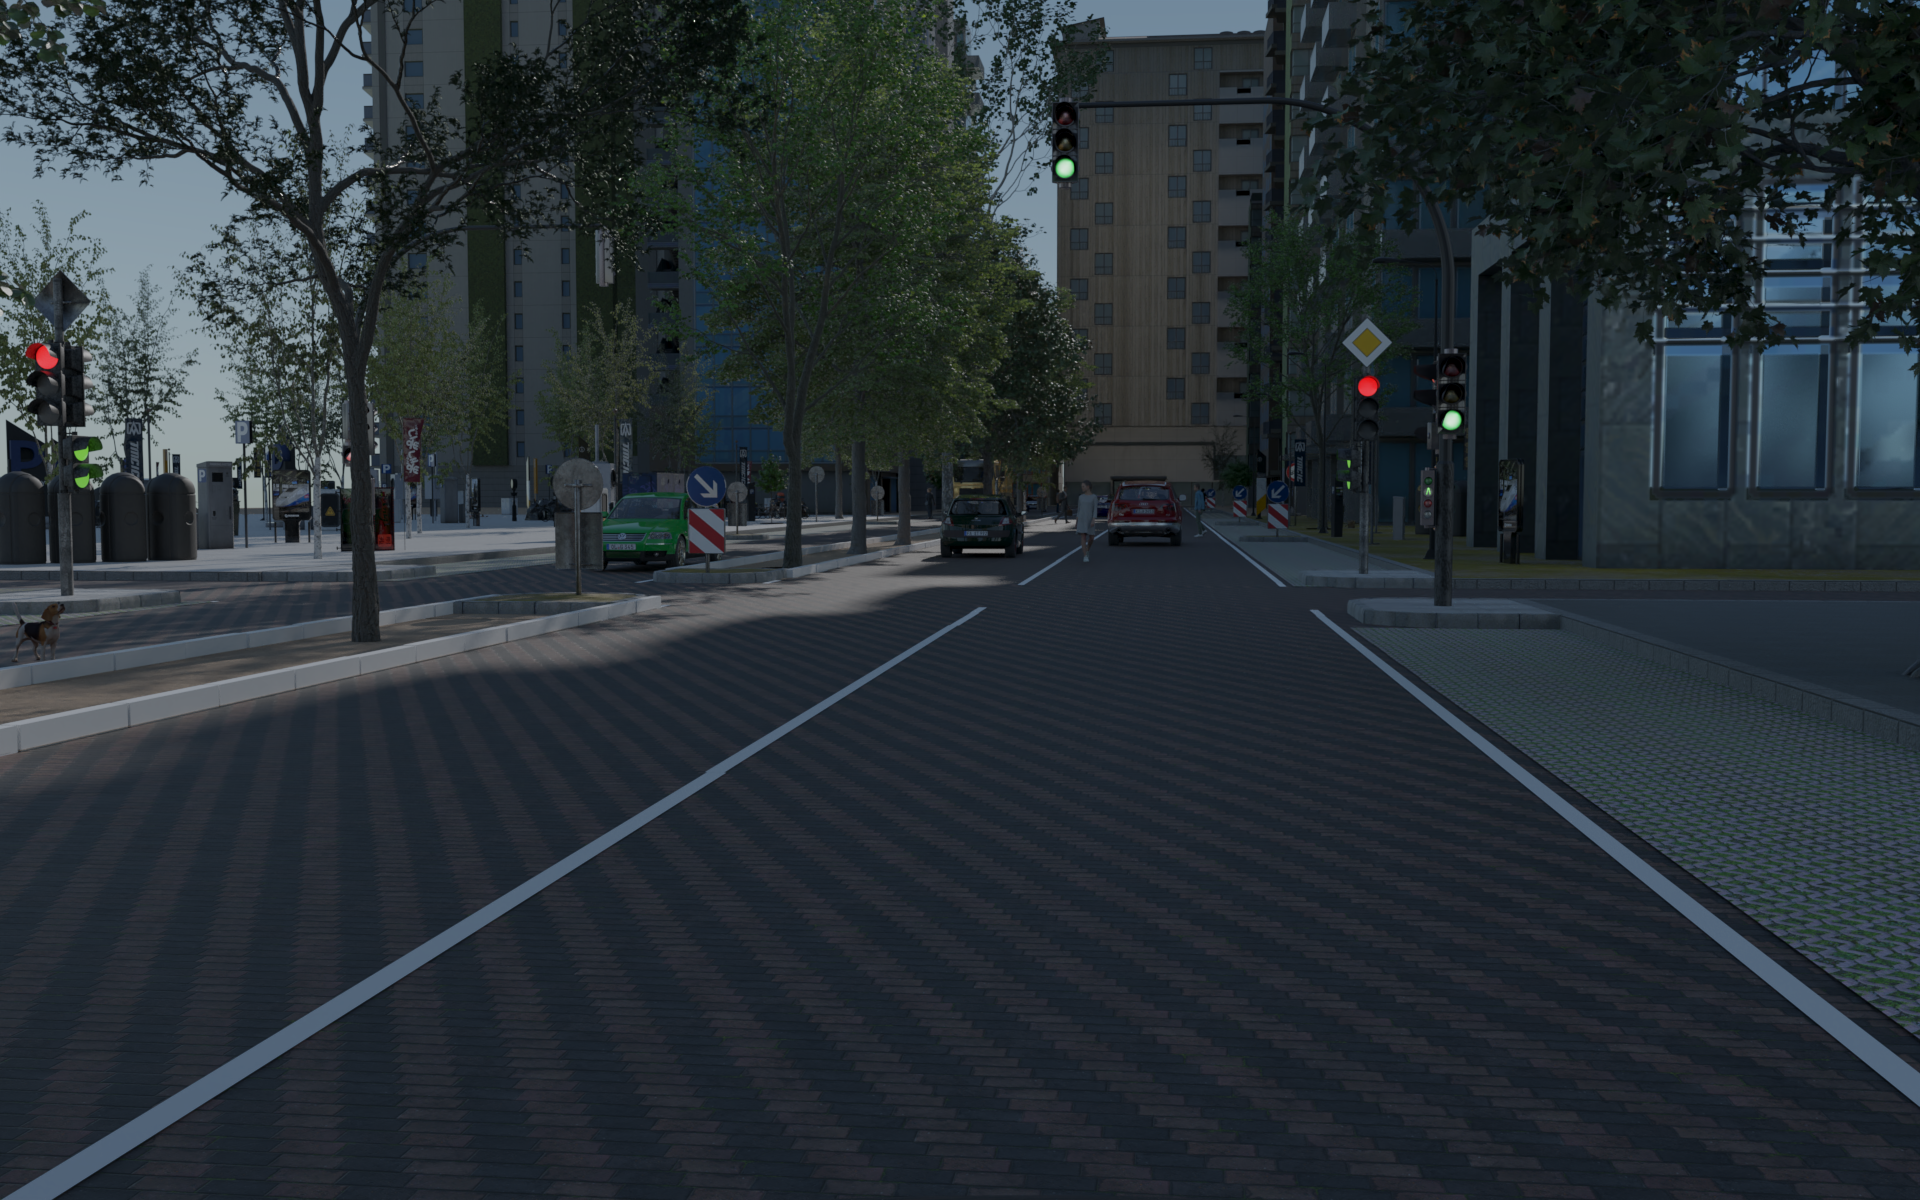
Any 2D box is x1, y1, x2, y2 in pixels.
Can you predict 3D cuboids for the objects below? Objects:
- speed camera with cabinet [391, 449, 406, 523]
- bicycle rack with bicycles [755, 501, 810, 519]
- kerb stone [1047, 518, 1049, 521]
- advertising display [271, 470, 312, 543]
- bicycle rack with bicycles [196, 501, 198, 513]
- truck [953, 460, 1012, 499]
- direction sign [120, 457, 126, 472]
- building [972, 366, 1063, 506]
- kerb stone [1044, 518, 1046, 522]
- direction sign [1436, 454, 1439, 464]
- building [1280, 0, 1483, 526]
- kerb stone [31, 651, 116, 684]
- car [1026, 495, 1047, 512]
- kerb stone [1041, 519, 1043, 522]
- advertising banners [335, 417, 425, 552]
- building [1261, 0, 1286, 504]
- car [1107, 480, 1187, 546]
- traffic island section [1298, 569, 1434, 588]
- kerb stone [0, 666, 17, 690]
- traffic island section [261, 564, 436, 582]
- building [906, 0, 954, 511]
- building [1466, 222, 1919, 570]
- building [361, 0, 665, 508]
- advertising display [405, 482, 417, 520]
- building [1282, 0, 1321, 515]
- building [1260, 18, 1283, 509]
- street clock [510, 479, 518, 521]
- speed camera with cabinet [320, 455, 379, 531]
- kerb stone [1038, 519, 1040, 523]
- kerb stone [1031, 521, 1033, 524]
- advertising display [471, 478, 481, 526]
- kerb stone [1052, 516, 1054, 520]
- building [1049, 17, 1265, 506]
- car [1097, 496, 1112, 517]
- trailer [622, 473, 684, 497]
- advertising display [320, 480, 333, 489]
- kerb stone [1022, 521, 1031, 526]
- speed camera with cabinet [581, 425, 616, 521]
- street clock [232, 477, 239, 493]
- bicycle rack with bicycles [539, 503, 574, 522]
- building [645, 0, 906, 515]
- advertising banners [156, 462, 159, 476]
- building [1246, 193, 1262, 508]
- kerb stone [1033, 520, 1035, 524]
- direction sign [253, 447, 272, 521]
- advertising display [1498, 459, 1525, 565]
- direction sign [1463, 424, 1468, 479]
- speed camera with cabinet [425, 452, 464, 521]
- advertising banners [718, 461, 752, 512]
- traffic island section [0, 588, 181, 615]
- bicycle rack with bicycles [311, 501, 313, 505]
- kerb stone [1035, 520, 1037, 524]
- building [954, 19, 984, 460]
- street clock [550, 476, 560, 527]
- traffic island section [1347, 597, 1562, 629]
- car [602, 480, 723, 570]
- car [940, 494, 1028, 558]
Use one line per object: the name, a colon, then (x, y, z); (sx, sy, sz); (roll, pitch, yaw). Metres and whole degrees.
speed camera with cabinet: (-25.261, -5.077, 77.348); (0.660, 3.252, 2.038); (-2, 4, -34)
bicycle rack with bicycles: (-9.507, -4.628, 89.051); (2.925, 0.926, 2.852); (1, 4, 22)
kerb stone: (4.432, -4.210, 91.029); (0.120, 0.150, 1.000); (0, 4, 7)
advertising display: (-17.614, -2.474, 45.659); (0.974, 1.923, 0.123); (-1, 4, -9)
bicycle rack with bicycles: (-37.835, -4.452, 86.173); (2.852, 0.926, 2.925); (-3, 4, -36)
truck: (1.242, -6.331, 99.432); (3.469, 3.379, 9.791); (0, 4, 8)
direction sign: (-51.589, -7.026, 106.870); (0.876, 3.537, 0.379); (3, 5, 41)
building: (-3.049, -21.972, 204.273); (28.899, 21.520, 27.650); (0, 4, 7)
kerb stone: (4.181, -4.085, 88.988); (0.120, 0.150, 1.000); (0, 4, 7)
direction sign: (15.607, -3.940, 56.419); (0.379, 3.537, 0.876); (-1, 4, -14)
building: (27.607, -28.155, 79.935); (23.786, 49.044, 30.456); (0, 4, 7)
kerb stone: (-6.937, 0.534, 13.464); (0.120, 0.150, 1.000); (0, 4, 7)
car: (6.024, -7.744, 139.198); (1.945, 1.354, 3.894); (0, 4, 7)
kerb stone: (3.935, -3.954, 86.958); (0.120, 0.150, 1.000); (0, 4, 7)
advertising banners: (-13.060, -2.625, 39.102); (2.074, 3.025, 0.090); (-3, 5, -39)
building: (34.418, -29.115, 130.652); (22.147, 44.769, 28.867); (0, 4, 7)
car: (5.325, -2.499, 49.525); (2.281, 1.827, 5.304); (0, 4, 8)
traffic island section: (6.506, -0.340, 27.839); (2.009, 0.180, 2.903); (0, 4, 7)
kerb stone: (-7.057, 0.596, 12.443); (0.120, 0.150, 1.000); (0, 4, 7)
traffic island section: (-10.366, -0.463, 29.847); (2.009, 0.180, 2.903); (0, 4, 7)
building: (-12.605, -36.173, 133.434); (21.231, 58.520, 28.212); (0, 4, 7)
building: (27.663, -44.267, 36.429); (31.000, 86.520, 22.319); (0, 4, 7)
building: (-42.971, -38.552, 172.330); (28.212, 58.520, 21.231); (0, 4, 7)
advertising display: (-27.181, -4.914, 85.555); (0.123, 1.923, 0.974); (1, 4, 18)
building: (27.485, -26.040, 109.343); (14.154, 41.232, 14.086); (0, 4, 7)
building: (34.005, -30.750, 152.872); (14.600, 45.320, 14.200); (0, 4, 7)
street clock: (-20.999, -4.709, 81.564); (0.358, 2.002, 0.471); (-2, 4, -29)
speed camera with cabinet: (-21.503, -4.066, 60.821); (2.038, 3.252, 0.660); (-1, 4, -10)
kerb stone: (3.693, -3.836, 84.915); (0.120, 0.150, 1.000); (0, 4, 7)
kerb stone: (3.205, -3.587, 80.850); (0.120, 0.150, 1.000); (0, 4, 7)
advertising display: (-19.334, -3.913, 69.198); (0.123, 1.923, 0.974); (-2, 4, -30)
kerb stone: (4.907, -4.451, 95.096); (0.120, 0.150, 1.000); (0, 4, 7)
building: (24.954, -37.357, 200.025); (27.495, 52.752, 28.713); (0, 4, 7)
car: (7.592, -4.892, 92.558); (1.945, 1.354, 3.894); (0, 4, 8)
trailer: (-8.472, -2.445, 47.030); (1.471, 1.999, 3.904); (0, 4, 7)
advertising display: (-30.140, -4.706, 82.160); (0.974, 1.923, 0.123); (0, 4, -6)
kerb stone: (3.077, -3.525, 79.833); (0.120, 0.150, 1.000); (0, 4, 7)
speed camera with cabinet: (-10.162, -3.326, 48.716); (0.660, 3.252, 2.038); (0, 4, 1)
street clock: (-31.528, -4.325, 75.291); (0.471, 2.002, 0.358); (3, 5, 43)
bicycle rack with bicycles: (-18.032, -4.097, 80.366); (2.925, 0.926, 2.852); (-1, 4, -21)
building: (-11.382, -28.273, 112.376); (14.600, 45.320, 14.200); (0, 4, 7)
advertising banners: (-43.415, -5.936, 93.236); (0.090, 3.025, 2.074); (0, 4, -6)
building: (34.782, -24.205, 167.460); (14.160, 30.474, 14.107); (0, 4, 7)
kerb stone: (3.325, -3.650, 81.865); (0.120, 0.150, 1.000); (0, 4, 7)
direction sign: (-33.652, -5.604, 83.626); (0.876, 3.537, 0.379); (0, 4, 4)
advertising display: (10.143, -1.633, 31.908); (0.123, 1.923, 0.974); (0, 4, -3)
direction sign: (16.569, -3.941, 56.435); (0.379, 3.537, 0.876); (3, 4, 37)
speed camera with cabinet: (-24.605, -5.399, 82.608); (0.660, 3.252, 2.038); (2, 4, 26)
advertising banners: (-11.923, -5.828, 91.467); (2.074, 3.025, 0.090); (1, 4, 16)
traffic island section: (-11.310, 0.022, 21.918); (2.009, 0.180, 2.903); (0, 4, 7)
bicycle rack with bicycles: (-33.234, -4.745, 90.966); (2.925, 0.926, 2.852); (1, 4, 11)
kerb stone: (3.445, -3.711, 82.880); (0.120, 0.150, 1.000); (0, 4, 7)
building: (-13.285, -33.533, 167.871); (30.456, 49.044, 23.786); (0, 4, 7)
street clock: (-15.719, -3.850, 67.526); (0.358, 2.002, 0.471); (2, 4, 32)
traffic island section: (5.561, 0.145, 19.910); (2.009, 0.180, 2.903); (0, 4, 7)
car: (-5.893, -1.527, 33.765); (1.959, 1.807, 4.718); (0, 4, 7)
car: (0.551, -1.875, 40.436); (2.009, 1.686, 4.222); (0, 4, 6)
